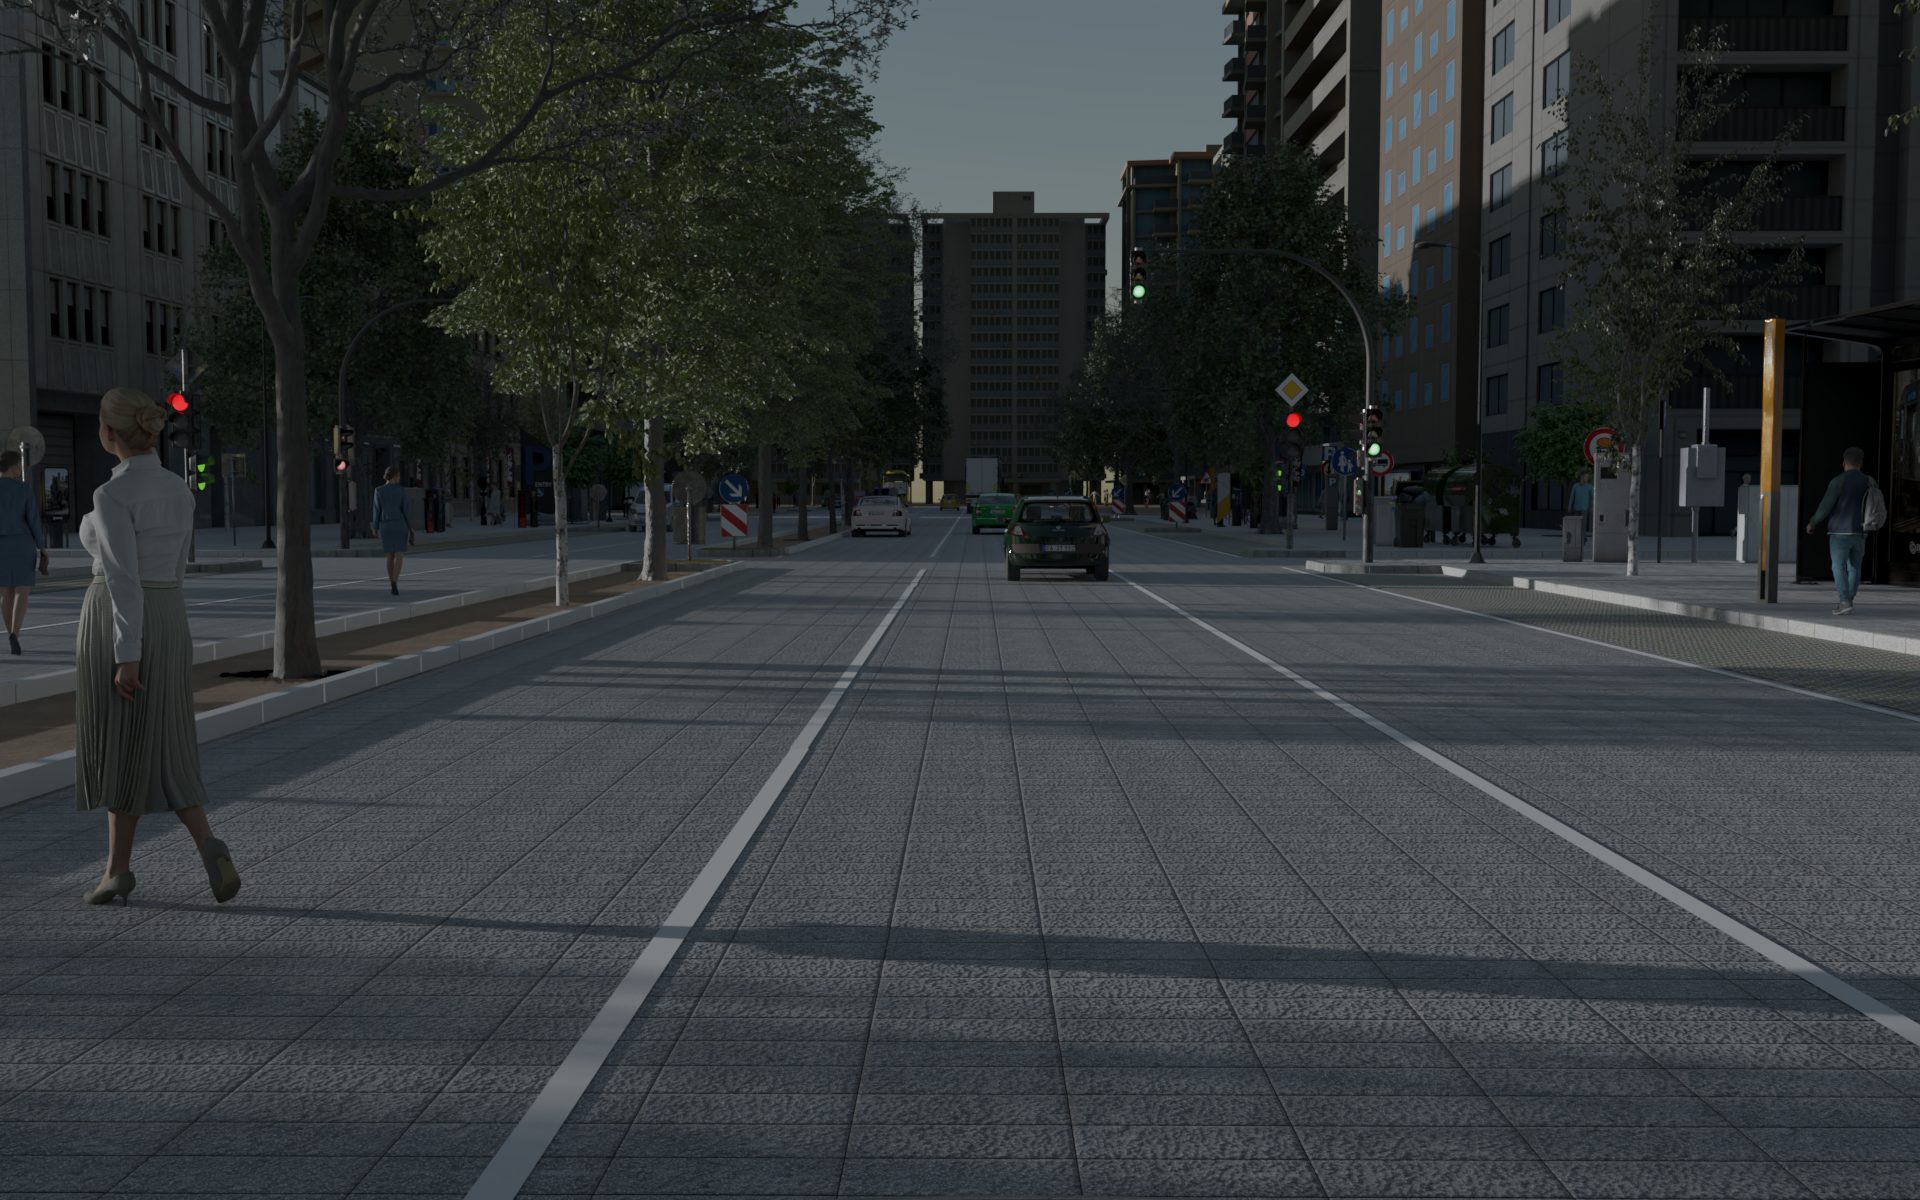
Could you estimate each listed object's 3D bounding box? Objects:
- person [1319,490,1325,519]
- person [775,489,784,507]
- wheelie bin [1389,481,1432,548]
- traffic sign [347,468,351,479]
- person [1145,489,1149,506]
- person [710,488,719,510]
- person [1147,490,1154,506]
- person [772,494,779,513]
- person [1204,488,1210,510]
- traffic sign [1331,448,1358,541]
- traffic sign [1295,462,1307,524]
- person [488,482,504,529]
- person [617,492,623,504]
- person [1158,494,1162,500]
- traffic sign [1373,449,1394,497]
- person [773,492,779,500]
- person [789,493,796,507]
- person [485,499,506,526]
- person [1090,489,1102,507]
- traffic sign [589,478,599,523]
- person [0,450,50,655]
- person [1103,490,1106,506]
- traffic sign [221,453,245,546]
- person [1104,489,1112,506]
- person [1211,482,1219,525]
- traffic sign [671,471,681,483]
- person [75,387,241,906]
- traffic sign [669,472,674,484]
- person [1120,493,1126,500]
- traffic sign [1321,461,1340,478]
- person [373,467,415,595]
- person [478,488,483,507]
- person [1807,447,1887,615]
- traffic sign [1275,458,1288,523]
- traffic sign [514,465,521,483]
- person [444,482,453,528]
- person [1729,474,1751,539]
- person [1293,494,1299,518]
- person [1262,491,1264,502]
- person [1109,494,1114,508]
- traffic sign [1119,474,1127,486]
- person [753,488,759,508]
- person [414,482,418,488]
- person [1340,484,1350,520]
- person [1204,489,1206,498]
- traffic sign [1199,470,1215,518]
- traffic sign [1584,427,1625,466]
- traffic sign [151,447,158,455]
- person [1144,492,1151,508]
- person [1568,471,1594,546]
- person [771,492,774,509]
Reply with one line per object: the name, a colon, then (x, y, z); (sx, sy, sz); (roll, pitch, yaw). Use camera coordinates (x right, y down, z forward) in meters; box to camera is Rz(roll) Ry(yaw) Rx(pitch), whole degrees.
person: (19.024, -5.127, 90.144); (0.678, 1.792, 0.850); (-3, 5, -44)
person: (-18.747, -10.557, 178.667); (1.348, 1.823, 0.705); (1, 4, 14)
wheelie bin: (10.821, -2.056, 41.521); (0.980, 1.594, 0.693); (0, 4, -2)
traffic sign: (-19.650, -3.418, 55.984); (0.768, 2.556, 0.104); (0, 4, 5)
person: (19.761, -10.754, 181.745); (0.599, 1.838, 0.709); (0, 4, -4)
person: (-20.588, -8.413, 143.684); (1.350, 1.814, 0.705); (3, 4, 37)
person: (21.012, -11.334, 191.906); (0.990, 1.755, 0.434); (0, 4, -7)
person: (-13.713, -7.120, 128.166); (0.557, 1.426, 1.065); (-2, 4, -34)
person: (20.122, -8.124, 139.406); (0.750, 1.759, 0.617); (-2, 4, -29)
traffic sign: (10.582, -2.905, 47.609); (0.768, 2.556, 0.104); (0, 4, 4)
traffic sign: (12.837, -4.038, 66.133); (0.768, 2.556, 0.104); (0, 4, 6)
person: (-16.995, -3.461, 63.389); (0.466, 1.731, 0.760); (1, 4, 11)
person: (-24.785, -7.392, 127.612); (0.721, 1.735, 1.217); (2, 4, 34)
person: (20.419, -10.245, 174.261); (1.217, 1.735, 0.721); (-1, 4, -11)
traffic sign: (11.909, -3.001, 49.176); (0.768, 2.556, 0.104); (0, 4, 4)
person: (-17.078, -9.127, 158.532); (1.065, 1.426, 0.557); (-1, 4, -19)
person: (-17.082, -10.504, 178.458); (1.217, 1.739, 0.721); (3, 4, 37)
person: (-18.333, -3.493, 68.657); (0.738, 1.151, 1.012); (-3, 4, -37)
person: (13.368, -10.097, 171.127); (1.348, 1.824, 0.705); (2, 4, 35)
traffic sign: (-16.576, -4.743, 77.554); (0.884, 2.594, 0.081); (0, 4, 8)
person: (-8.527, -0.428, 15.526); (0.581, 1.822, 0.654); (0, 4, -8)
person: (16.054, -11.256, 190.873); (0.721, 1.735, 1.217); (0, 4, 7)
traffic sign: (-18.039, -2.501, 43.020); (0.606, 2.300, 0.079); (0, 4, 6)
person: (15.610, -10.856, 183.537); (0.705, 1.824, 1.348); (-2, 4, -27)
person: (10.621, -3.969, 71.350); (0.576, 1.772, 0.534); (0, 4, -7)
traffic sign: (-15.924, -5.968, 97.685); (0.768, 2.556, 0.104); (0, 4, 1)
person: (-2.787, 0.167, 5.998); (0.641, 1.798, 0.478); (2, 4, 25)
traffic sign: (-16.116, -6.000, 98.213); (0.768, 2.556, 0.104); (0, 4, 6)
person: (15.688, -9.888, 167.790); (1.350, 1.814, 0.705); (-2, 4, -29)
traffic sign: (13.517, -3.851, 63.076); (0.768, 2.556, 0.104); (0, 4, 7)
person: (-8.095, -0.987, 24.668); (0.581, 1.822, 0.654); (0, 4, 1)
person: (-26.352, -5.451, 95.374); (0.606, 1.804, 0.583); (3, 4, 38)
person: (9.526, -0.744, 18.548); (0.623, 1.781, 0.721); (-1, 4, -15)
traffic sign: (11.190, -3.721, 60.940); (0.768, 2.556, 0.104); (0, 4, 3)
traffic sign: (-18.885, -4.556, 74.604); (0.768, 2.556, 0.104); (0, 4, 7)
person: (-19.491, -3.636, 66.046); (0.362, 1.759, 0.519); (0, 4, 2)
person: (21.874, -2.592, 48.299); (0.818, 1.842, 0.514); (1, 4, 11)
person: (17.647, -4.984, 91.810); (0.640, 1.303, 0.475); (-2, 4, -29)
person: (15.721, -5.071, 88.920); (0.822, 1.834, 0.622); (-2, 4, -34)
person: (14.165, -9.357, 159.557); (1.217, 1.766, 0.721); (-3, 5, -42)
traffic sign: (10.780, -6.932, 113.071); (0.795, 2.593, 0.064); (1, 4, 10)
person: (-18.088, -9.059, 154.089); (0.705, 1.831, 1.348); (1, 4, 19)
person: (-25.605, -4.614, 81.330); (0.661, 1.843, 0.795); (1, 4, 10)
person: (18.798, -4.783, 84.419); (0.419, 1.800, 0.721); (0, 4, 1)
person: (27.152, -11.305, 190.972); (0.705, 1.812, 1.348); (0, 4, 2)
traffic sign: (13.293, -5.714, 93.430); (0.884, 2.594, 0.081); (0, 4, 2)
traffic sign: (12.333, -2.027, 33.250); (0.768, 2.556, 0.104); (0, 4, 3)
traffic sign: (-19.789, -2.560, 41.954); (0.768, 2.556, 0.104); (0, 4, 4)
person: (17.825, -9.488, 164.360); (0.628, 1.438, 0.799); (3, 4, 38)
person: (15.402, -2.252, 42.729); (0.748, 1.841, 0.638); (-3, 5, -39)
person: (-16.292, -8.594, 149.785); (0.421, 1.427, 0.697); (-1, 4, -9)
